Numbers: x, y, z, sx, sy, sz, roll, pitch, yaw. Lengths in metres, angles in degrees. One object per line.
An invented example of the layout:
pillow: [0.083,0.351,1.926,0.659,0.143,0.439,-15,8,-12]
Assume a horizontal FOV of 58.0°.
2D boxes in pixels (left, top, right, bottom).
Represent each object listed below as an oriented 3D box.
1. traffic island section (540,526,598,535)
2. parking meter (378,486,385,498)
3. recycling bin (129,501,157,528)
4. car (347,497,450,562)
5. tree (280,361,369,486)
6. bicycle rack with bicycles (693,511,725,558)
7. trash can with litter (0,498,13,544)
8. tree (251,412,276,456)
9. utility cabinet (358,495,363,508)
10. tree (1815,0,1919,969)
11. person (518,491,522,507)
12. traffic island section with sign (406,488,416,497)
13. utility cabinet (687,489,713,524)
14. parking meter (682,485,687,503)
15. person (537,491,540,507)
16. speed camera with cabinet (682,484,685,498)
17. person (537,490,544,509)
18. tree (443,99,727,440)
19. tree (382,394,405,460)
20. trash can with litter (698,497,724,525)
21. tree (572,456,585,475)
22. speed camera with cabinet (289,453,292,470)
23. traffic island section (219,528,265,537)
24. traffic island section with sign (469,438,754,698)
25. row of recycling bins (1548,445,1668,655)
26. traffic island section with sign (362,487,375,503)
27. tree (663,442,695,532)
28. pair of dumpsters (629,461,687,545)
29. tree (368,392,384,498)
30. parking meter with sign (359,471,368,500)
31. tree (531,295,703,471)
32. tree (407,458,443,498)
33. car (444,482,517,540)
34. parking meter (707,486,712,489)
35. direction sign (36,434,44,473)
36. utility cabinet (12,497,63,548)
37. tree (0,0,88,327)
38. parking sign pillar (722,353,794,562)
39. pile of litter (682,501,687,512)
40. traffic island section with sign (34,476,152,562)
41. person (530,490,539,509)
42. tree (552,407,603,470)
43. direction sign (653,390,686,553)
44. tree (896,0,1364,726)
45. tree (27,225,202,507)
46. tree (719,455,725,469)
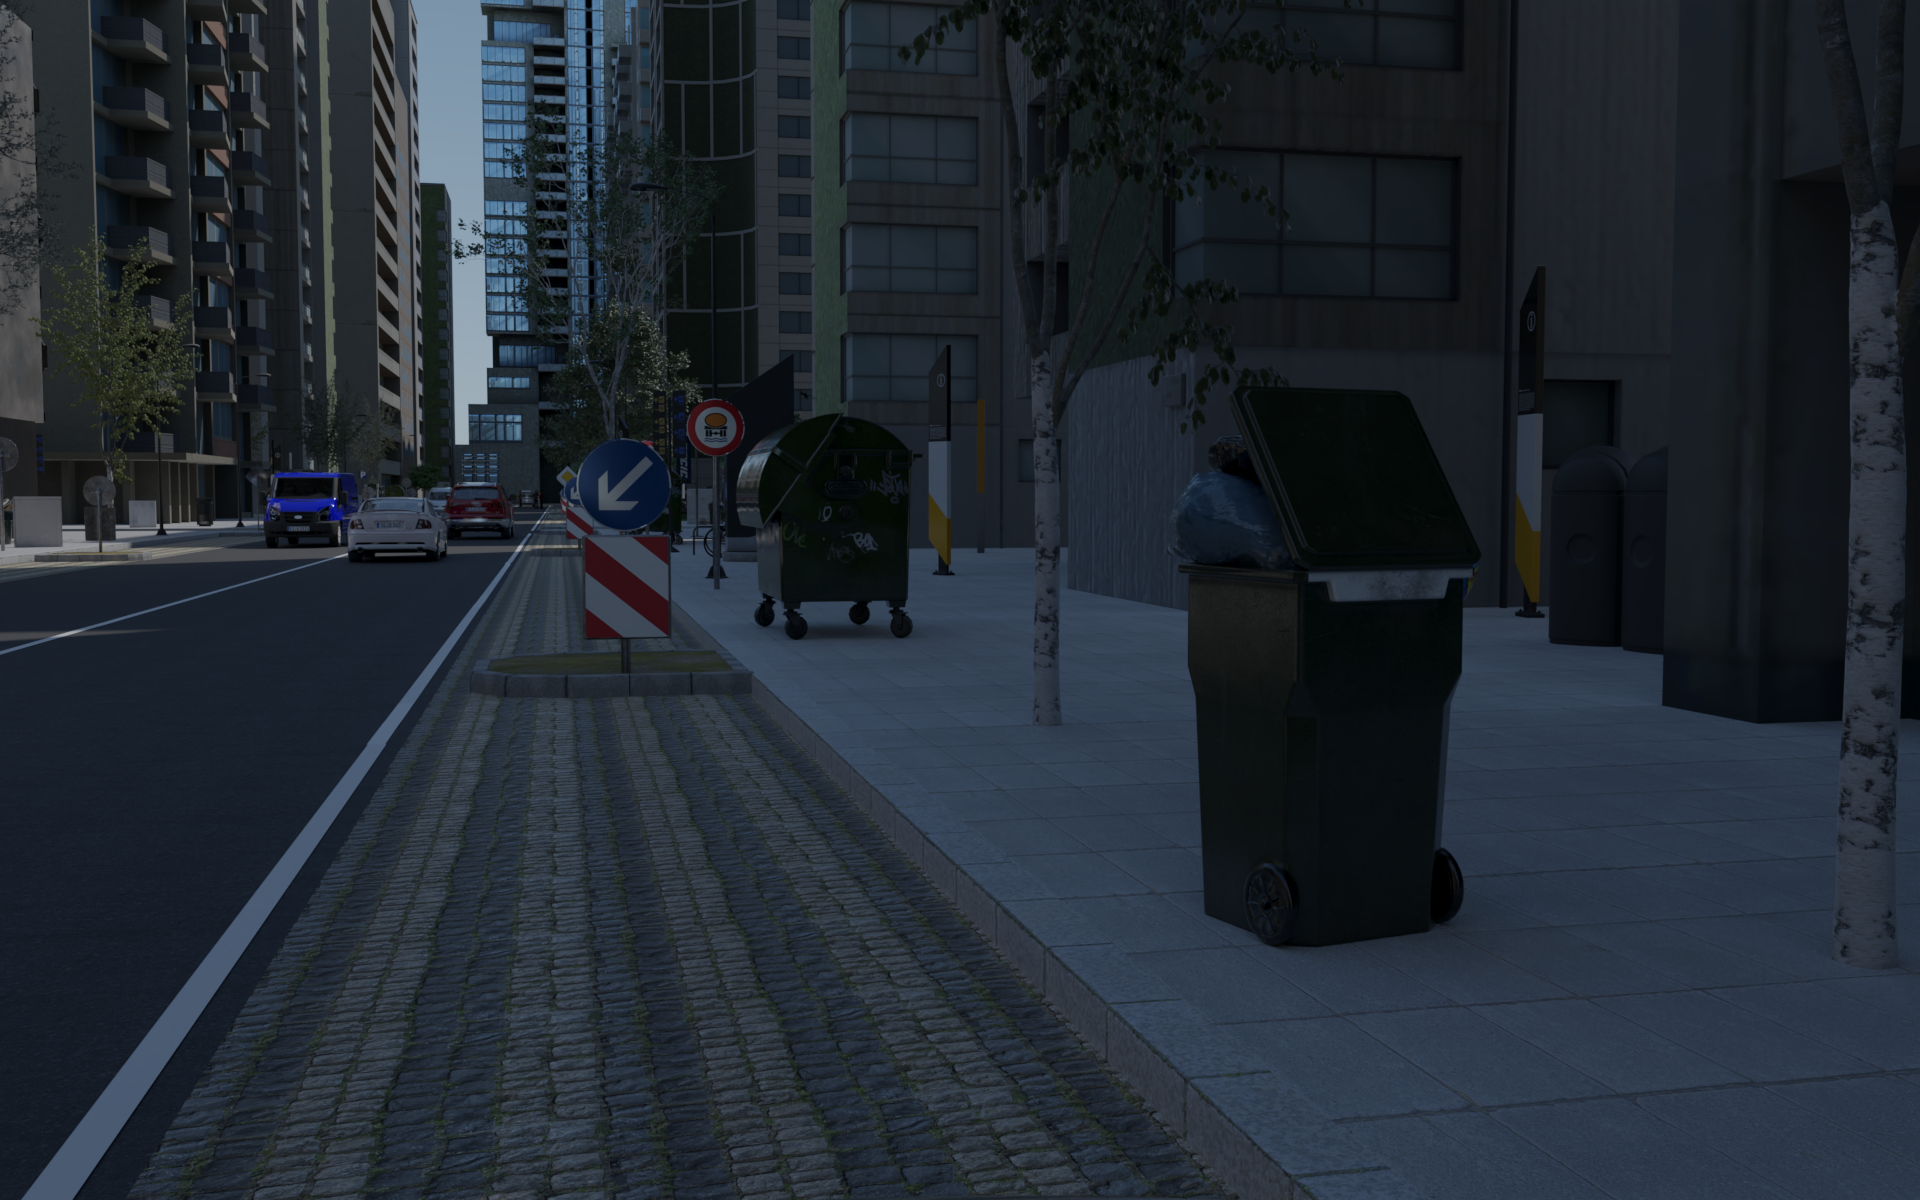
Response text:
traffic island section: [-13.910,-2.407,61.630,2.009,0.180,2.903,-1,4,-13]
parking meter: [-40.996,-7.160,122.780,0.255,1.863,0.399,2,4,28]
recycling bin: [-31.355,-3.296,66.442,0.722,1.027,0.722,3,4,36]
car: [-12.313,-1.570,38.024,2.083,1.381,4.827,-1,4,-13]
tree: [-35.146,-8.865,95.312,4.360,8.622,3.978,0,3,0]
bicycle rack with bicycles: [-4.227,-1.383,35.988,2.925,0.926,2.852,-2,4,-25]
trash can with litter: [-24.317,-1.970,43.590,0.624,1.170,1.055,1,4,21]
tree: [-43.703,-9.406,104.158,4.737,8.622,4.395,0,3,0]
utility cabinet: [-38.074,-6.011,109.442,0.306,1.237,1.020,0,4,7]
tree: [2.569,-3.297,4.272,4.360,8.622,3.978,0,3,0]
person: [-48.730,-11.210,191.881,0.705,1.812,1.348,0,4,-1]
traffic island section with sign: [-37.275,-6.677,117.802,1.989,1.847,2.006,-1,4,-13]
utility cabinet: [-10.988,-3.968,73.552,1.173,1.500,0.318,0,4,-4]
parking meter: [-17.288,-6.300,108.723,0.255,1.863,0.399,-1,4,-15]
person: [-45.594,-10.867,186.852,0.551,1.740,0.621,-2,4,-32]
speed camera with cabinet: [-14.702,-6.122,94.423,2.038,3.252,0.660,0,4,-1]
person: [-39.820,-9.547,164.561,0.705,1.831,1.348,1,4,13]
tree: [-18.072,-13.978,84.423,12.611,20.169,13.585,0,3,0]
tree: [-42.400,-10.696,125.237,4.360,8.622,3.978,0,3,0]
trash can with litter: [-10.421,-3.717,72.156,1.055,1.170,0.624,-2,4,-23]
tree: [-26.682,-8.662,125.345,4.285,4.588,4.351,0,3,0]
speed camera with cabinet: [-31.511,-5.375,82.219,0.660,3.252,2.038,-2,4,-25]
traffic island section: [-24.035,-2.264,59.297,2.009,0.180,2.903,-1,4,-13]
traffic island section with sign: [-2.658,-0.271,13.056,1.989,1.847,2.006,-1,4,-13]
row of recycling bins: [6.128,-0.402,13.690,1.069,1.692,3.534,-2,4,-29]
traffic island section with sign: [-31.092,-5.045,91.118,1.989,1.847,2.006,-1,4,-13]
tree: [-9.995,-3.925,58.767,1.663,3.219,1.824,0,3,0]
pair of dumpsters: [-8.060,-2.633,45.544,1.574,2.255,4.437,-1,4,-13]
tree: [-38.105,-9.519,106.002,4.360,8.622,3.978,0,3,0]
parking meter with sign: [-44.932,-8.276,131.577,1.738,3.016,0.543,3,5,42]
tree: [-19.638,-11.169,99.619,9.611,12.733,9.660,0,3,0]
tree: [-49.397,-10.780,159.968,4.285,4.588,4.351,0,3,0]
car: [-15.582,-2.909,56.234,2.281,1.827,5.304,-1,4,-12]
parking meter: [-17.043,-6.849,117.691,0.399,1.863,0.255,0,3,0]
direction sign: [-35.095,-4.505,65.655,0.876,3.537,0.379,1,4,12]
utility cabinet: [-22.292,-1.877,41.859,1.020,1.237,0.306,-2,4,-35]
tree: [-20.117,-7.232,28.621,12.009,13.543,11.850,0,3,0]
parking sign pillar: [-3.846,-2.737,33.221,1.447,3.967,1.447,-1,4,-13]
pile of litter: [-17.060,-5.720,107.493,1.719,0.858,1.176,2,4,29]
traffic island section with sign: [-18.618,-1.756,37.337,1.989,1.847,2.006,-1,4,-13]
person: [-40.967,-9.712,167.427,1.348,1.807,0.705,-3,5,-40]
tree: [-31.918,-13.196,150.172,7.601,10.594,8.767,0,4,6]
direction sign: [-6.359,-2.813,37.995,0.876,3.537,0.379,2,4,29]
tree: [0.642,-3.599,9.208,4.360,8.622,3.978,0,3,0]
tree: [-23.646,-6.005,48.545,4.737,8.622,4.395,0,3,0]
tree: [-6.160,-4.409,55.798,4.285,4.588,4.351,0,3,0]
